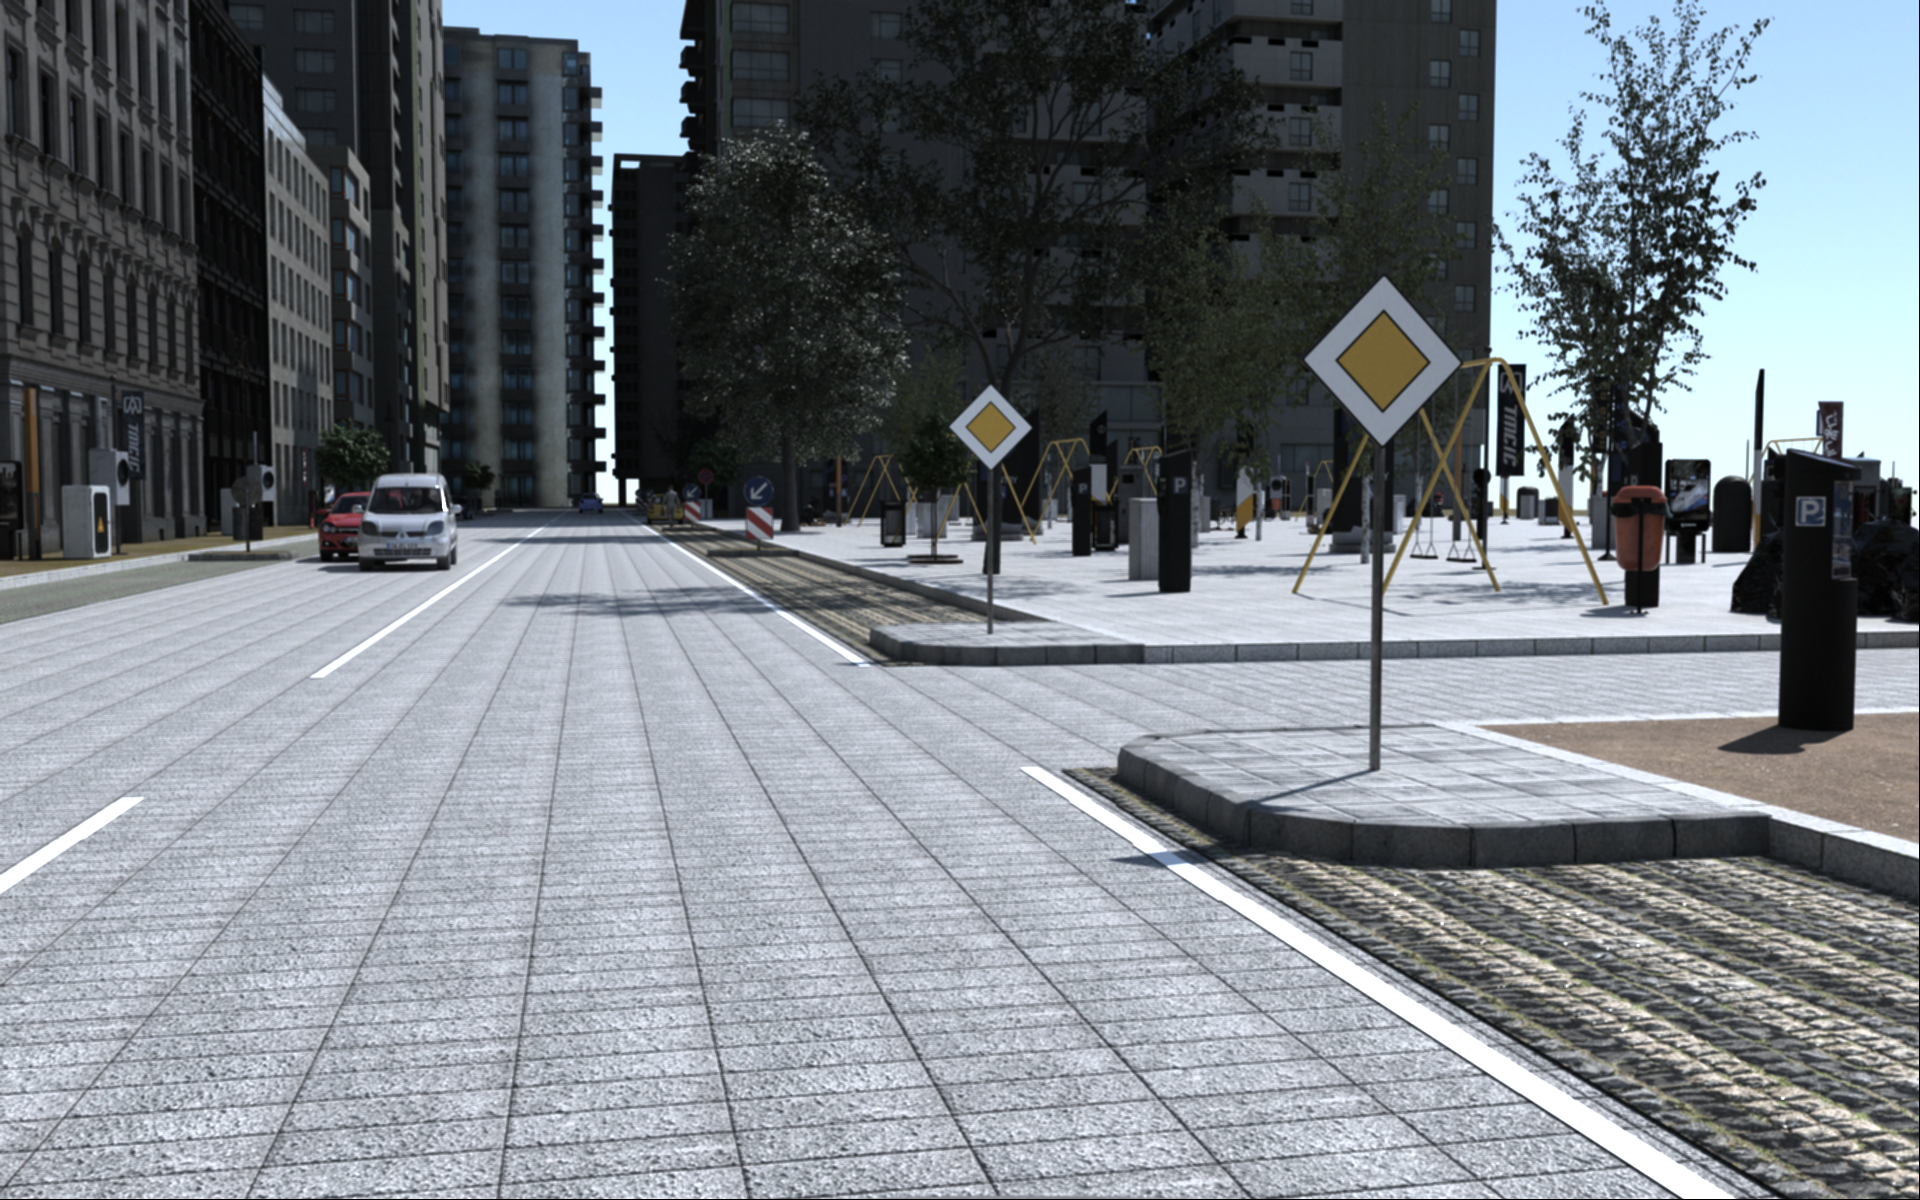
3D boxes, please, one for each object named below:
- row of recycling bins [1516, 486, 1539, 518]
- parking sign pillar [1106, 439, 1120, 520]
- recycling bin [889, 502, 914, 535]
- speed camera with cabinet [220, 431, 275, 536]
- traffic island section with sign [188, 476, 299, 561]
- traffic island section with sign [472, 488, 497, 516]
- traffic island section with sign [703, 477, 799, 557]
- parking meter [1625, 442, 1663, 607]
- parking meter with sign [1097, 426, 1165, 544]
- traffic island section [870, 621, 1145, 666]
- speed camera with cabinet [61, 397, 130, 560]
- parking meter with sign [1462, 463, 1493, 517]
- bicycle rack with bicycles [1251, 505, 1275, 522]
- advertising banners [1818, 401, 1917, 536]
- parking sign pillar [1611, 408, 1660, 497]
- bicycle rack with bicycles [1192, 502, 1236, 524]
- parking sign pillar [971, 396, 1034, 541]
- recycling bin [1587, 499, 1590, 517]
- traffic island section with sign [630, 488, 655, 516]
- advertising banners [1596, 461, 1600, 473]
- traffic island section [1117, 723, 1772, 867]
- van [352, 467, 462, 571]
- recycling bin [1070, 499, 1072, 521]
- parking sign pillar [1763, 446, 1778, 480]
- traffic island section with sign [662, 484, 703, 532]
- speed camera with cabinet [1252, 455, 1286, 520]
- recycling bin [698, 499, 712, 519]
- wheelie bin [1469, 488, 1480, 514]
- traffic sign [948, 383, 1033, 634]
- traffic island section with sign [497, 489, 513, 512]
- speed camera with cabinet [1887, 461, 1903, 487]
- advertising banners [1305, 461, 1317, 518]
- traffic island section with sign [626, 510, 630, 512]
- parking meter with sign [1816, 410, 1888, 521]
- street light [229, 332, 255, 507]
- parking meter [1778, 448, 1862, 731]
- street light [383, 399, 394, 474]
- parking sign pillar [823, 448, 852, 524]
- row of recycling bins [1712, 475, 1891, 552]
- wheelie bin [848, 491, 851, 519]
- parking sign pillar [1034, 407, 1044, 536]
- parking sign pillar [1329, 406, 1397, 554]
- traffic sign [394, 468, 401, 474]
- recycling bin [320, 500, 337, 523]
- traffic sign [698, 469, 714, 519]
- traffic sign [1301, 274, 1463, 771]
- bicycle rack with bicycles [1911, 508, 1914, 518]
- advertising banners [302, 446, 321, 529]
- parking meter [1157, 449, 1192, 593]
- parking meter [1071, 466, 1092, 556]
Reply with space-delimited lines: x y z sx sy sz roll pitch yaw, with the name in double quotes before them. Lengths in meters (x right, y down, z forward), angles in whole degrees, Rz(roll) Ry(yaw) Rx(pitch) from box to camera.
"row of recycling bins" 30.545 -5.257 93.071 1.069 1.692 3.534 1 4 23
"parking sign pillar" 7.176 -5.886 84.705 1.447 3.967 1.447 2 4 32
"recycling bin" -1.845 -2.539 54.066 0.722 1.027 0.722 2 4 32
"speed camera with cabinet" -22.224 -3.652 54.045 0.660 3.252 2.038 1 4 12
"traffic island section with sign" -15.543 -1.778 37.701 1.989 1.847 2.006 -1 4 -12
"traffic island section with sign" -31.514 -6.395 113.192 1.989 1.847 2.006 -1 4 -12
"traffic island section with sign" -4.826 -1.922 40.057 1.989 1.847 2.006 -1 4 -12
"parking meter" 7.814 -0.862 19.807 0.255 1.863 0.399 0 4 -4
"parking meter with sign" 4.419 -2.969 44.802 1.738 3.016 0.543 1 4 9
"traffic island section" 0.294 0.391 15.888 2.009 0.180 2.903 -1 4 -12
"speed camera with cabinet" -17.278 -2.465 34.641 0.660 3.252 2.038 0 4 -6
"parking meter with sign" 29.153 -6.200 97.632 1.738 3.016 0.543 0 4 2
"bicycle rack with bicycles" 13.238 -4.162 81.427 2.925 0.926 2.852 1 4 16
"advertising banners" 17.134 -2.237 32.761 2.074 3.025 0.090 0 4 -8
"parking sign pillar" 19.416 -3.754 49.850 1.447 3.967 1.447 -2 4 -34
"bicycle rack with bicycles" 10.112 -3.680 73.547 2.925 0.926 2.852 -3 5 -40
"parking sign pillar" 1.027 -3.617 47.602 1.447 3.967 1.447 -1 4 -17
"recycling bin" 35.831 -5.211 97.746 0.722 1.027 0.722 1 4 14
"traffic island section with sign" -20.832 -6.545 115.646 1.989 1.847 2.006 -1 4 -12
"advertising banners" 34.076 -5.803 91.074 0.090 3.025 2.074 -1 4 -20
"traffic island section" 1.948 0.869 8.076 2.009 0.180 2.903 -1 4 -12
"van" -10.745 -1.638 33.795 2.013 2.044 4.112 -1 4 -14
"recycling bin" 5.617 -4.254 82.113 0.722 1.027 0.722 1 4 19
"parking sign pillar" 45.822 -6.662 97.391 1.447 3.967 1.447 -1 4 -19
"traffic island section with sign" -10.466 -3.552 66.699 1.989 1.847 2.006 -1 4 -12
"speed camera with cabinet" 15.296 -5.670 87.044 2.038 3.252 0.660 2 4 24
"recycling bin" -12.995 -4.629 88.238 0.722 1.027 0.722 -1 4 -10
"wheelie bin" 27.767 -5.218 93.228 0.693 1.594 0.980 0 4 3
"traffic sign" 0.273 -0.744 15.806 0.795 2.450 0.064 -1 4 -12
"traffic island section with sign" -37.123 -8.014 139.650 1.989 1.847 2.006 -1 4 -12
"speed camera with cabinet" 54.997 -6.657 103.181 2.038 3.252 0.660 0 4 -1
"advertising banners" 19.014 -5.927 93.094 0.090 3.025 2.074 3 4 38
"traffic island section with sign" -26.472 -8.176 142.299 1.989 1.847 2.006 -1 4 -12
"parking meter with sign" 18.629 -2.420 35.823 1.738 3.016 0.543 -1 4 -11
"street light" -20.458 -4.690 49.468 0.468 5.910 1.993 -1 4 -12
"parking meter" 4.717 -0.067 9.502 0.372 1.533 0.369 0 3 0
"street light" -27.844 -6.839 84.600 0.468 5.910 1.993 -1 4 -12
"parking sign pillar" -5.462 -5.341 75.802 1.447 3.967 1.447 -3 5 -40
"row of recycling bins" 18.362 -1.880 37.844 3.534 1.692 1.069 2 4 26
"wheelie bin" -5.294 -4.275 77.810 0.980 1.594 0.693 2 4 32
"parking sign pillar" 1.892 -4.011 54.054 1.447 3.967 1.447 1 4 16
"parking sign pillar" 8.841 -3.025 37.923 1.447 3.967 1.447 -1 4 -21
"traffic sign" -28.028 -5.284 86.402 0.884 2.594 0.081 0 4 -7
"recycling bin" -27.345 -3.836 75.272 0.722 1.027 0.722 -2 4 -35
"traffic sign" -12.810 -5.338 87.385 0.768 2.556 0.104 0 4 -6
"traffic sign" 1.927 -0.266 7.994 0.795 2.450 0.064 -1 4 -12
"bicycle rack with bicycles" 48.163 -4.705 90.313 2.925 0.926 2.852 3 5 44
"advertising banners" -24.075 -4.164 64.265 0.090 3.025 2.074 0 4 -4
"parking meter" 2.800 -1.036 22.653 0.399 1.863 0.255 -1 4 -21
"parking meter" 2.507 -1.845 35.883 0.399 1.863 0.255 0 4 -8
